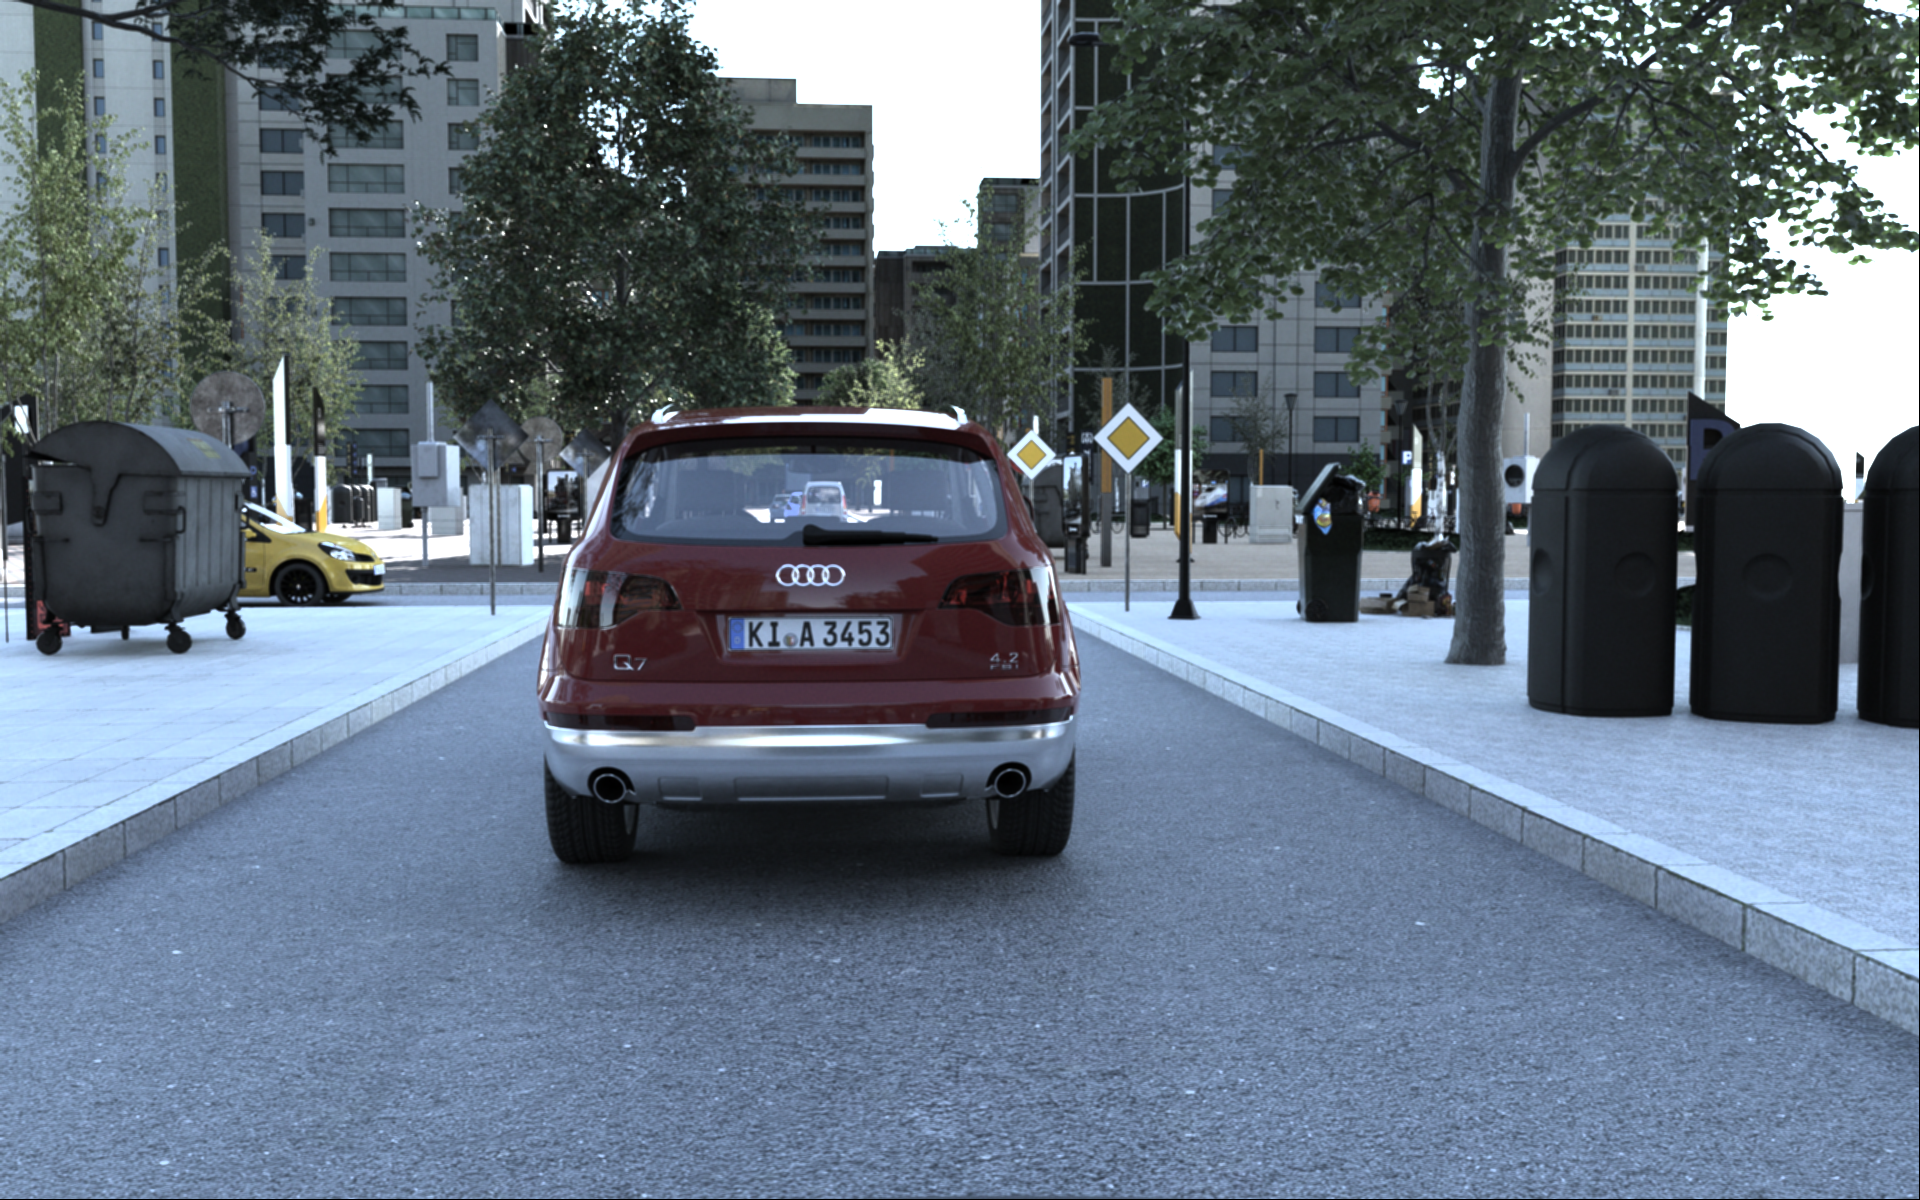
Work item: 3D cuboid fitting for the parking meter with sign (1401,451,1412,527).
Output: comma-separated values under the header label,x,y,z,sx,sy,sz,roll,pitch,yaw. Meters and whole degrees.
label,x,y,z,sx,sy,sz,roll,pitch,yaw
parking meter with sign,17.954,-4.446,68.947,0.543,3.016,1.738,0,4,5

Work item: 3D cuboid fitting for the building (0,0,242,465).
label,x,y,z,sx,sy,sz,roll,pitch,yaw
building,-72.918,-37.156,149.497,28.212,58.520,21.231,0,4,-5

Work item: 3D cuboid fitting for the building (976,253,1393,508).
label,x,y,z,sx,sy,sz,roll,pitch,yaw
building,16.513,-18.028,139.803,27.650,21.520,28.899,0,4,-5

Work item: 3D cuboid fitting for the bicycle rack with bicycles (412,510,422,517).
label,x,y,z,sx,sy,sz,roll,pitch,yaw
bicycle rack with bicycles,-31.284,-5.135,97.337,2.852,0.926,2.925,-1,4,-18

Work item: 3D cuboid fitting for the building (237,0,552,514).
label,x,y,z,sx,sy,sz,roll,pitch,yaw
building,-37.409,-41.842,122.373,20.563,71.187,20.611,0,4,-5

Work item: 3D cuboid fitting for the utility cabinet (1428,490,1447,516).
label,x,y,z,sx,sy,sz,roll,pitch,yaw
utility cabinet,27.691,-5.628,100.697,1.173,1.500,0.318,0,4,1

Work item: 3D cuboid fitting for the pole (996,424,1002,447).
label,x,y,z,sx,sy,sz,roll,pitch,yaw
pole,1.141,-3.477,50.691,0.158,3.312,0.155,0,3,0

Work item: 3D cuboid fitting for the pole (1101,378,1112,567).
label,x,y,z,sx,sy,sz,roll,pitch,yaw
pole,2.575,-2.240,30.467,0.158,3.312,0.155,0,3,0

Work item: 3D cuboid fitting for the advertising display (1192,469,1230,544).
label,x,y,z,sx,sy,sz,roll,pitch,yaw
advertising display,6.486,-2.427,44.889,0.974,1.923,0.123,1,4,18

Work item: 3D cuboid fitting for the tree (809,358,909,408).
label,x,y,z,sx,sy,sz,roll,pitch,yaw
tree,-6.263,-11.257,118.465,8.767,10.594,7.601,-2,4,-28

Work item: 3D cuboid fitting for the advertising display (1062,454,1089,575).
label,x,y,z,sx,sy,sz,roll,pitch,yaw
advertising display,1.862,-1.392,27.971,0.123,1.923,0.974,-1,4,-16

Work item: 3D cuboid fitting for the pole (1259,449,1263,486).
label,x,y,z,sx,sy,sz,roll,pitch,yaw
pole,13.664,-5.185,78.624,0.158,3.312,0.155,0,3,0

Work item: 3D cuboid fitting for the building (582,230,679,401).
label,x,y,z,sx,sy,sz,roll,pitch,yaw
building,-44.340,-31.619,208.857,23.993,40.220,32.217,0,4,-5

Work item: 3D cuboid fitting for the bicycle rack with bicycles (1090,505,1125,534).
label,x,y,z,sx,sy,sz,roll,pitch,yaw
bicycle rack with bicycles,4.206,-2.646,56.652,2.852,0.926,2.925,3,4,38

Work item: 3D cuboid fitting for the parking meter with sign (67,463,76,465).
label,x,y,z,sx,sy,sz,roll,pitch,yaw
parking meter with sign,-21.955,-2.865,43.109,0.543,3.016,1.738,1,4,20

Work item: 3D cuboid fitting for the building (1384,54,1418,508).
label,x,y,z,sx,sy,sz,roll,pitch,yaw
building,29.960,-32.717,158.626,21.600,48.544,21.300,0,4,-5

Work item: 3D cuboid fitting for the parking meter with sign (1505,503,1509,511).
label,x,y,z,sx,sy,sz,roll,pitch,yaw
parking meter with sign,32.136,-6.344,99.987,1.738,3.016,0.543,-1,4,-19

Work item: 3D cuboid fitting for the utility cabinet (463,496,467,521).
label,x,y,z,sx,sy,sz,roll,pitch,yaw
utility cabinet,-24.090,-4.405,83.181,1.020,1.237,0.306,3,4,38

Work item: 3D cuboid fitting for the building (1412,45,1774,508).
label,x,y,z,sx,sy,sz,roll,pitch,yaw
building,53.090,-28.401,156.242,23.993,40.220,32.217,0,4,-5

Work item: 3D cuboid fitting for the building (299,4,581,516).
label,x,y,z,sx,sy,sz,roll,pitch,yaw
building,-31.366,-20.493,106.766,14.160,30.474,14.107,0,4,-5

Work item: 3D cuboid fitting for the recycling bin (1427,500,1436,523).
label,x,y,z,sx,sy,sz,roll,pitch,yaw
recycling bin,20.595,-3.903,76.368,0.722,1.027,0.722,-2,4,-24

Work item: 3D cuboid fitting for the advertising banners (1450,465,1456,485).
label,x,y,z,sx,sy,sz,roll,pitch,yaw
advertising banners,28.903,-6.555,103.359,2.074,3.025,0.090,-2,4,-34

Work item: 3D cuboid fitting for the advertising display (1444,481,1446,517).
label,x,y,z,sx,sy,sz,roll,pitch,yaw
advertising display,23.756,-4.906,85.421,0.123,1.923,0.974,2,4,32

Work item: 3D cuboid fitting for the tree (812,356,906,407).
label,x,y,z,sx,sy,sz,roll,pitch,yaw
tree,-7.532,-12.495,130.050,9.928,11.665,9.643,0,3,0

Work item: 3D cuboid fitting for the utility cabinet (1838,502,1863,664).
label,x,y,z,sx,sy,sz,roll,pitch,yaw
utility cabinet,6.387,-0.117,13.078,1.020,1.237,0.306,-2,4,-24

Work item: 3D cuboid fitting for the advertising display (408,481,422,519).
label,x,y,z,sx,sy,sz,roll,pitch,yaw
advertising display,-27.671,-5.084,88.333,0.123,1.923,0.974,3,5,41

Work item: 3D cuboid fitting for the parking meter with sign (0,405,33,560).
label,x,y,z,sx,sy,sz,roll,pitch,yaw
parking meter with sign,-18.948,-2.281,33.552,0.543,3.016,1.738,3,4,37

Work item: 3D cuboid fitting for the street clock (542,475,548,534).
label,x,y,z,sx,sy,sz,roll,pitch,yaw
street clock,-13.439,-3.142,55.943,0.358,2.002,0.471,-2,4,-25

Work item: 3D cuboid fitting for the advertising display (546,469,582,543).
label,x,y,z,sx,sy,sz,roll,pitch,yaw
advertising display,-10.324,-2.442,45.141,0.974,1.923,0.123,1,4,18

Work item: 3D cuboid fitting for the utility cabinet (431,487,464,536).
label,x,y,z,sx,sy,sz,roll,pitch,yaw
utility cabinet,-15.615,-2.697,52.767,1.173,1.500,0.318,2,4,35

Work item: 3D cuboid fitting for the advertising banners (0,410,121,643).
label,x,y,z,sx,sy,sz,roll,pitch,yaw
advertising banners,-8.109,-1.173,15.370,0.090,3.025,2.074,1,4,14

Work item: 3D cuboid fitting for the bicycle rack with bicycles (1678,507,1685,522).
label,x,y,z,sx,sy,sz,roll,pitch,yaw
bicycle rack with bicycles,35.148,-4.478,86.595,2.925,0.926,2.852,0,4,-1

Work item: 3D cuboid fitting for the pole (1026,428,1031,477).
label,x,y,z,sx,sy,sz,roll,pitch,yaw
pole,2.114,-3.656,53.626,0.158,3.312,0.155,0,3,0

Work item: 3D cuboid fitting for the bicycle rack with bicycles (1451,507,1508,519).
label,x,y,z,sx,sy,sz,roll,pitch,yaw
bicycle rack with bicycles,23.725,-4.028,79.245,2.852,0.926,2.925,0,4,-1

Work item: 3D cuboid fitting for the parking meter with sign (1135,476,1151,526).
label,x,y,z,sx,sy,sz,roll,pitch,yaw
parking meter with sign,7.367,-4.489,69.655,0.543,3.016,1.738,-1,4,-13

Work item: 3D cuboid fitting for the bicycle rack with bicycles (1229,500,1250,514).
label,x,y,z,sx,sy,sz,roll,pitch,yaw
bicycle rack with bicycles,16.014,-5.109,96.909,2.852,0.926,2.925,-2,4,-24

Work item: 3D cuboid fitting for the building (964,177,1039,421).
label,x,y,z,sx,sy,sz,roll,pitch,yaw
building,8.352,-23.792,160.692,14.160,30.474,14.107,0,4,-5

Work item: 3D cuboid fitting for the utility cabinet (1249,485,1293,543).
label,x,y,z,sx,sy,sz,roll,pitch,yaw
utility cabinet,8.035,-2.203,44.690,1.173,1.500,0.318,-2,4,-28

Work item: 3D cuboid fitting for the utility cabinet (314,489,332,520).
label,x,y,z,sx,sy,sz,roll,pitch,yaw
utility cabinet,-30.511,-4.561,83.254,0.318,1.500,1.173,1,4,18

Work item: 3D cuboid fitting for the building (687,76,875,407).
label,x,y,z,sx,sy,sz,roll,pitch,yaw
building,-21.164,-35.582,205.470,21.600,48.544,21.300,0,4,-5

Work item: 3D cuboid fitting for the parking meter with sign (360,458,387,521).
label,x,y,z,sx,sy,sz,roll,pitch,yaw
parking meter with sign,-27.852,-5.314,83.149,1.738,3.016,0.543,-1,4,-16

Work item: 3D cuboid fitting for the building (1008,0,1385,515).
label,x,y,z,sx,sy,sz,roll,pitch,yaw
building,14.525,-41.262,112.886,20.563,71.187,20.611,0,4,-5

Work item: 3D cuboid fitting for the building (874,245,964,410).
label,x,y,z,sx,sy,sz,roll,pitch,yaw
building,-3.011,-26.421,203.679,14.107,30.474,14.160,0,4,-5

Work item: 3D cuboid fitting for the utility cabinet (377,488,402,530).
label,x,y,z,sx,sy,sz,roll,pitch,yaw
utility cabinet,-20.009,-3.187,60.781,1.173,1.500,0.318,3,5,44

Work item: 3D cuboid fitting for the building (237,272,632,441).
label,x,y,z,sx,sy,sz,roll,pitch,yaw
building,-43.173,-18.672,150.321,28.899,21.520,27.650,0,4,-5

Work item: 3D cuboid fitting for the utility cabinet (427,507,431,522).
label,x,y,z,sx,sy,sz,roll,pitch,yaw
utility cabinet,-24.079,-4.182,79.537,0.306,1.237,1.020,3,5,45
